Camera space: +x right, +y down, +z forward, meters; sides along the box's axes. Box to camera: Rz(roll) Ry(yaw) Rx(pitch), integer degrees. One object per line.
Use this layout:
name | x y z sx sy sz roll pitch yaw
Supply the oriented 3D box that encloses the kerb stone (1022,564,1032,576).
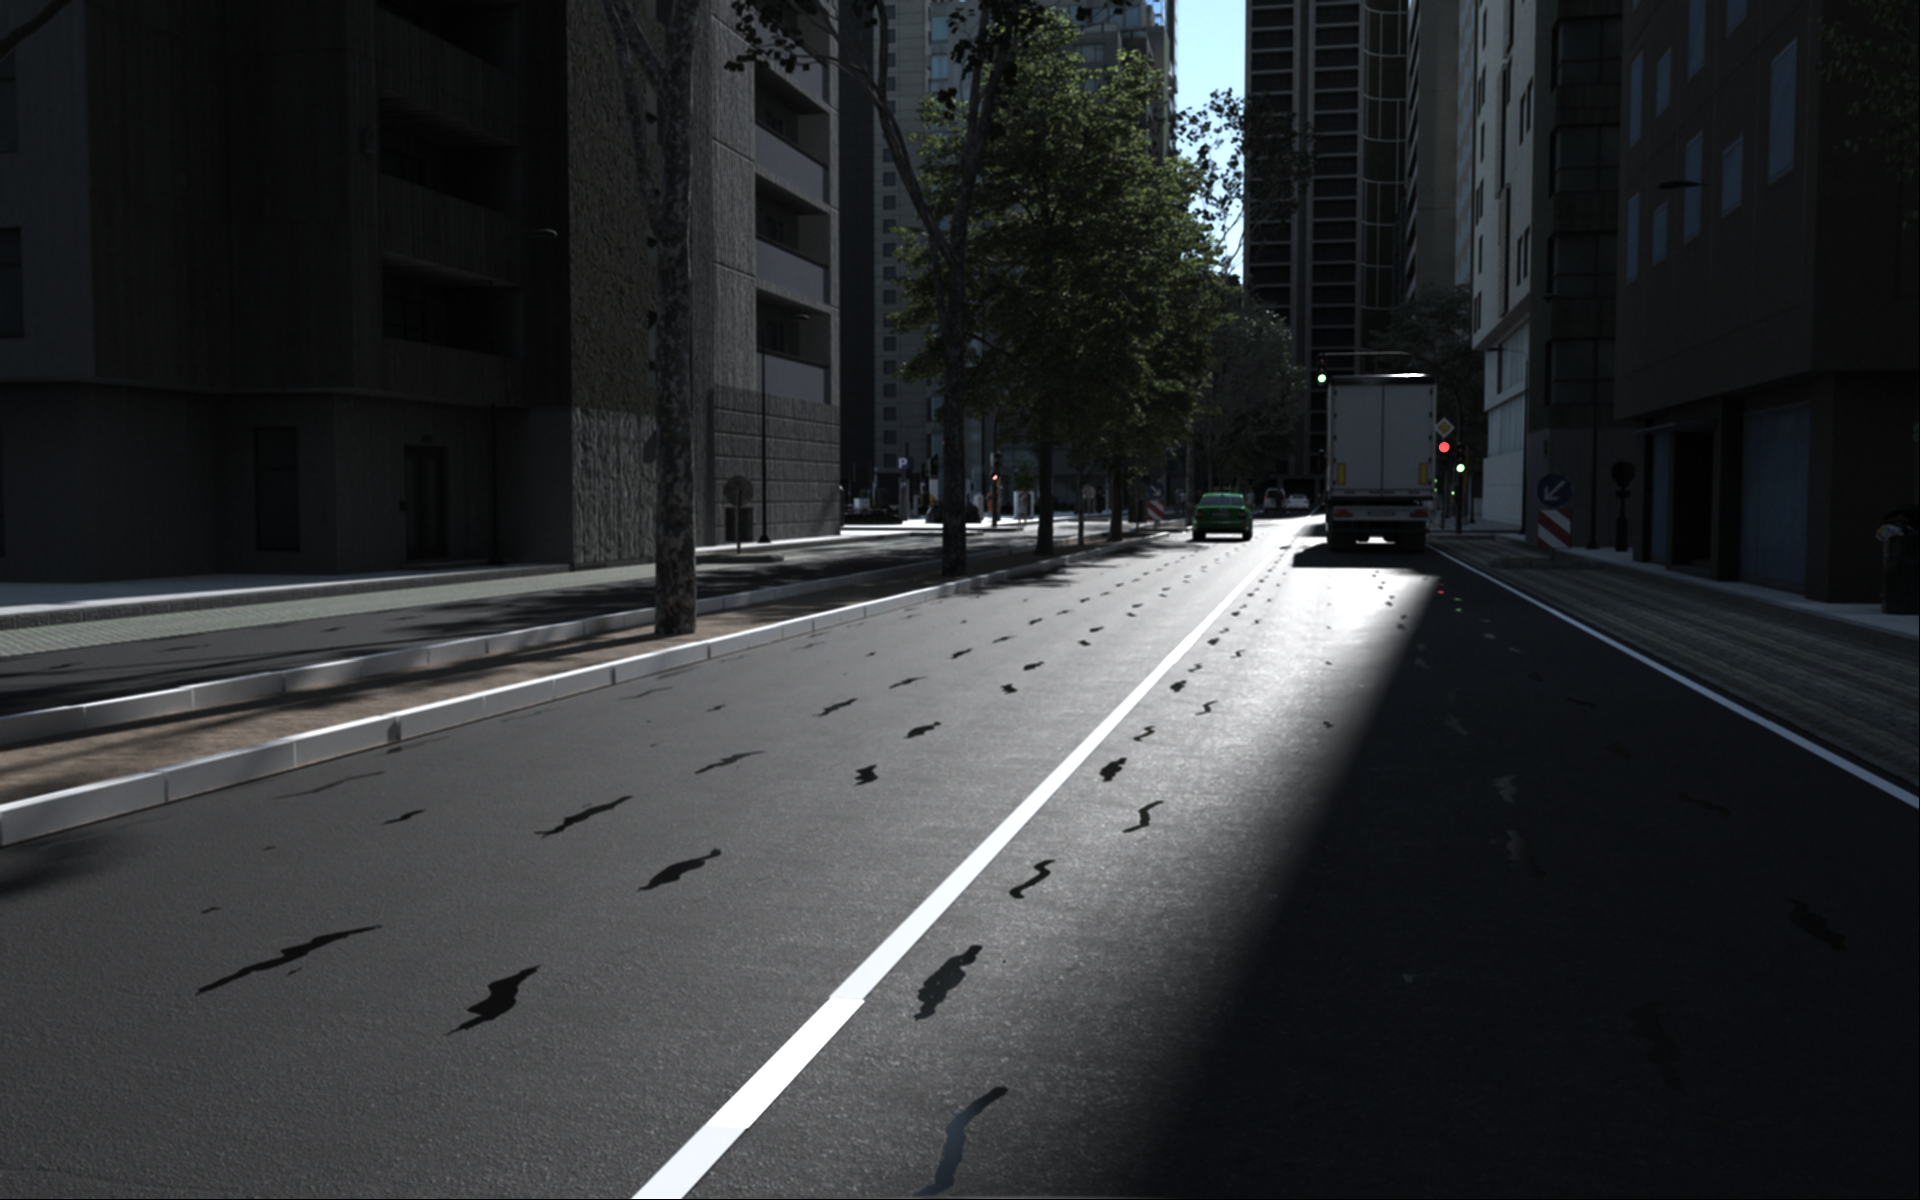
kerb stone | 1.090 -0.512 30.587 0.120 0.150 1.000 1 4 12

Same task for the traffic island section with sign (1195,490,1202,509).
traffic island section with sign | 22.921 -9.636 166.170 1.989 1.847 2.006 1 4 12

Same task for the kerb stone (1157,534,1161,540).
kerb stone | 6.023 -1.923 53.636 0.120 0.150 1.000 1 4 12

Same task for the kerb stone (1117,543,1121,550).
kerb stone | 3.881 -1.305 43.625 0.120 0.150 1.000 1 4 12

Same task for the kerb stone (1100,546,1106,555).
kerb stone | 3.244 -1.127 40.614 0.120 0.150 1.000 1 4 12

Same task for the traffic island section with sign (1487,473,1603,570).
traffic island section with sign | 11.312 -1.527 33.595 1.989 1.847 2.006 1 4 12

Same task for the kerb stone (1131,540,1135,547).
kerb stone | 4.525 -1.494 46.637 0.120 0.150 1.000 1 4 12

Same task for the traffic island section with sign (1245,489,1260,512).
traffic island section with sign | 23.124 -7.977 138.554 2.006 1.907 1.989 1 4 12

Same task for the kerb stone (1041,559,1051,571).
kerb stone | 1.520 -0.635 32.595 0.120 0.150 1.000 1 4 12

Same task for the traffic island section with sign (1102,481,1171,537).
traffic island section with sign | 5.862 -3.039 57.827 2.006 1.907 1.989 1 4 12

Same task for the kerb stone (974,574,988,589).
kerb stone | 0.229 -0.267 26.564 0.120 0.150 1.000 1 4 12

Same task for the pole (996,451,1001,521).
pole | 1.814 -5.366 81.576 0.158 3.312 0.155 0 3 0

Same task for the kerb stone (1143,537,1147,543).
kerb stone | 5.164 -1.677 49.636 0.120 0.150 1.000 1 4 12

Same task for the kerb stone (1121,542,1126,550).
kerb stone | 4.094 -1.369 44.630 0.120 0.150 1.000 1 4 12

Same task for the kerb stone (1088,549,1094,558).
kerb stone | 2.806 -1.004 38.612 0.120 0.150 1.000 1 4 12

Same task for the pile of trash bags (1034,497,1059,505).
pile of trash bags | 6.642 -7.549 133.179 1.912 1.369 3.447 0 4 -4

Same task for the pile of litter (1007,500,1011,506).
pile of litter | 3.860 -7.469 136.075 1.719 0.858 1.176 0 4 1

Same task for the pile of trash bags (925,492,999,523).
pile of trash bags | 0.266 -4.098 76.760 3.447 1.369 1.912 -2 4 -32

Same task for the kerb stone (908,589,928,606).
kerb stone | -0.625 -0.022 22.550 0.120 0.150 1.000 1 4 12

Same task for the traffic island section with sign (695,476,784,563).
traffic island section with sign | -4.809 -1.705 36.505 1.989 1.847 2.006 1 4 12

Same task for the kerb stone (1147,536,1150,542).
kerb stone | 5.379 -1.735 50.639 0.120 0.150 1.000 1 4 12

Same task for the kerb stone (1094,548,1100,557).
kerb stone | 3.025 -1.064 39.611 0.120 0.150 1.000 1 4 12

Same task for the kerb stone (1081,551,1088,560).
kerb stone | 2.594 -0.943 37.610 0.120 0.150 1.000 1 4 12

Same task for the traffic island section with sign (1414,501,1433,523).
traffic island section with sign | 22.851 -4.826 87.535 1.989 1.847 2.006 1 4 12

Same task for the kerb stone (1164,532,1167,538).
kerb stone | 6.449 -2.046 55.643 0.120 0.150 1.000 1 4 12

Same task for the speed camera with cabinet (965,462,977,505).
speed camera with cabinet | 0.324 -6.741 104.551 0.660 3.252 2.038 1 4 12

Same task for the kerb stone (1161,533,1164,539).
kerb stone | 6.234 -1.984 54.641 0.120 0.150 1.000 1 4 12

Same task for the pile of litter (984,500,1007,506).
pile of litter | 2.374 -7.201 131.704 1.719 0.858 1.176 -1 4 -15

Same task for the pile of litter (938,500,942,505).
pile of litter | -1.863 -7.686 139.627 1.176 0.858 1.719 -3 5 -42

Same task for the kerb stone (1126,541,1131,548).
kerb stone | 4.312 -1.430 45.632 0.120 0.150 1.000 1 4 12

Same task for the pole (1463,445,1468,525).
pole | 21.132 -4.804 72.391 0.158 3.312 0.155 0 3 0

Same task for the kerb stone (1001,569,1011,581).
kerb stone | 0.655 -0.391 28.584 0.120 0.150 1.000 1 4 12

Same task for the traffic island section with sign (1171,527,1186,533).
traffic island section with sign | 7.420 -3.482 65.069 2.006 1.907 1.989 1 4 12

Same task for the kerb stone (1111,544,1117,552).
kerb stone | 3.671 -1.249 42.624 0.120 0.150 1.000 1 4 12

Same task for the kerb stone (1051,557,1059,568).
kerb stone | 1.736 -0.696 33.595 0.120 0.150 1.000 1 4 12

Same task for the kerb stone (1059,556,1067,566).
kerb stone | 1.955 -0.757 34.595 0.120 0.150 1.000 1 4 12

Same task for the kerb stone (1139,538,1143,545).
kerb stone | 4.958 -1.617 48.635 0.120 0.150 1.000 1 4 12

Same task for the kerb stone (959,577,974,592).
kerb stone | 0.016 -0.205 25.552 0.120 0.150 1.000 1 4 12

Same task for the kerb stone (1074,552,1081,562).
kerb stone | 2.375 -0.880 36.603 0.120 0.150 1.000 1 4 12

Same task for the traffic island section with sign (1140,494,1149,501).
traffic island section with sign | 12.574 -6.675 117.768 1.989 1.847 2.006 1 4 12

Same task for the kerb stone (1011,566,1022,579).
kerb stone | 0.871 -0.447 29.583 0.120 0.150 1.000 1 4 12

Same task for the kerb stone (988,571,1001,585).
kerb stone | 0.452 -0.329 27.570 0.120 0.150 1.000 1 4 12

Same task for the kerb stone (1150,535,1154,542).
kerb stone | 5.591 -1.801 51.638 0.120 0.150 1.000 1 4 12

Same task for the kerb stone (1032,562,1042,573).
kerb stone | 1.304 -0.564 31.590 0.120 0.150 1.000 1 4 12

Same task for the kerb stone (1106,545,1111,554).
kerb stone | 3.457 -1.188 41.625 0.120 0.150 1.000 1 4 12

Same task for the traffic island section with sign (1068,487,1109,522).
traffic island section with sign | 6.789 -5.021 90.722 1.989 1.847 2.006 1 4 12

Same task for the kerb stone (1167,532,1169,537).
kerb stone | 6.660 -2.107 56.643 0.120 0.150 1.000 1 4 12

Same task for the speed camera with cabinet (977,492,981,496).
speed camera with cabinet | 1.155 -9.037 142.089 0.660 3.252 2.038 1 4 20

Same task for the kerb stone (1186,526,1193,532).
kerb stone | 8.923 -2.753 67.209 0.120 0.150 1.000 1 4 12

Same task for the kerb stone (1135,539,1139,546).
kerb stone | 4.740 -1.556 47.636 0.120 0.150 1.000 1 4 12

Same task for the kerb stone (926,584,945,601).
kerb stone | -0.411 -0.080 23.549 0.120 0.150 1.000 1 4 12

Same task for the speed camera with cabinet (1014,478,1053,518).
speed camera with cabinet | 3.931 -6.024 92.832 2.038 3.252 0.660 -1 4 -15

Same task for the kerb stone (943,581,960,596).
kerb stone | -0.202 -0.144 24.553 0.120 0.150 1.000 1 4 12

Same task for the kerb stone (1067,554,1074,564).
kerb stone | 2.163 -0.820 35.599 0.120 0.150 1.000 1 4 12

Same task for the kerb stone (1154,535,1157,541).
kerb stone | 5.808 -1.858 52.637 0.120 0.150 1.000 1 4 12
